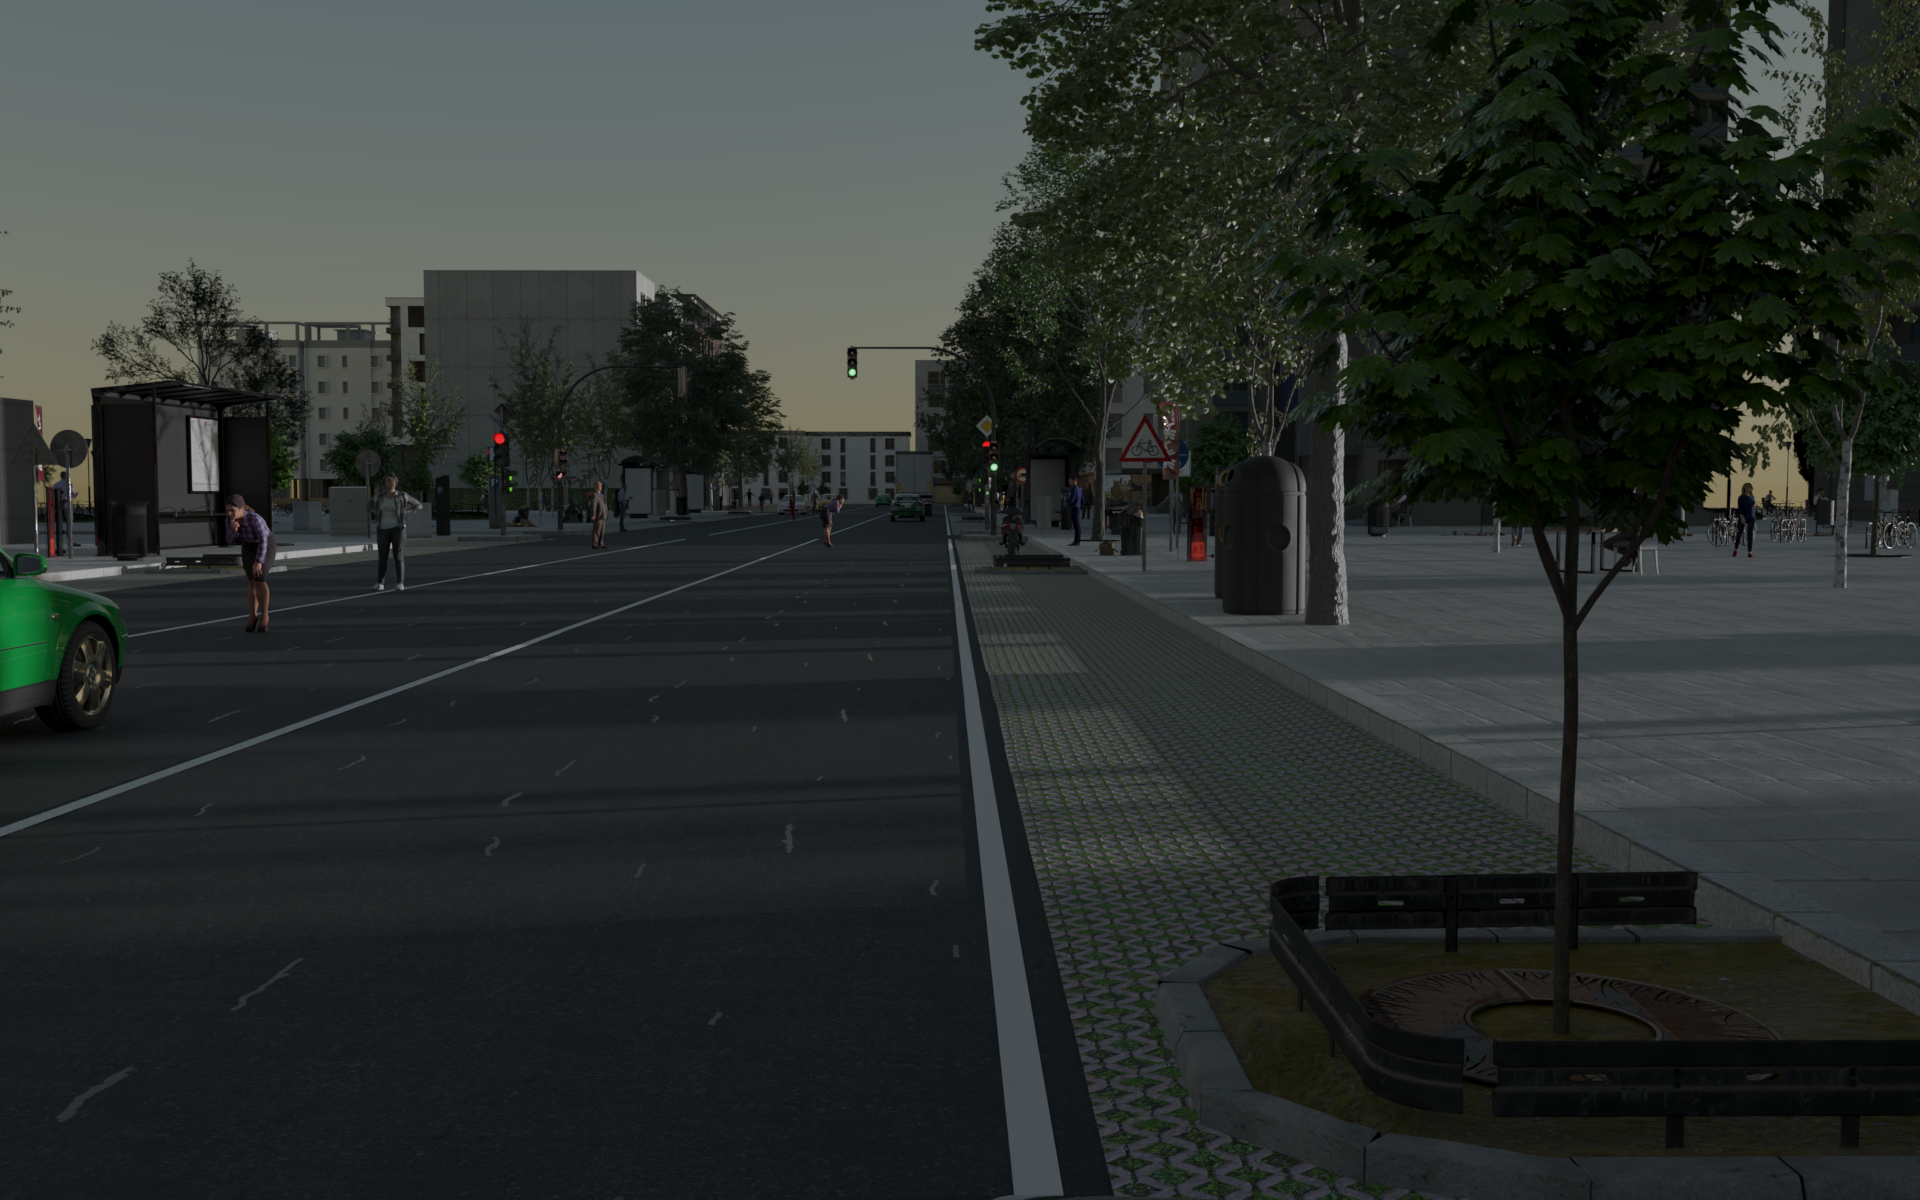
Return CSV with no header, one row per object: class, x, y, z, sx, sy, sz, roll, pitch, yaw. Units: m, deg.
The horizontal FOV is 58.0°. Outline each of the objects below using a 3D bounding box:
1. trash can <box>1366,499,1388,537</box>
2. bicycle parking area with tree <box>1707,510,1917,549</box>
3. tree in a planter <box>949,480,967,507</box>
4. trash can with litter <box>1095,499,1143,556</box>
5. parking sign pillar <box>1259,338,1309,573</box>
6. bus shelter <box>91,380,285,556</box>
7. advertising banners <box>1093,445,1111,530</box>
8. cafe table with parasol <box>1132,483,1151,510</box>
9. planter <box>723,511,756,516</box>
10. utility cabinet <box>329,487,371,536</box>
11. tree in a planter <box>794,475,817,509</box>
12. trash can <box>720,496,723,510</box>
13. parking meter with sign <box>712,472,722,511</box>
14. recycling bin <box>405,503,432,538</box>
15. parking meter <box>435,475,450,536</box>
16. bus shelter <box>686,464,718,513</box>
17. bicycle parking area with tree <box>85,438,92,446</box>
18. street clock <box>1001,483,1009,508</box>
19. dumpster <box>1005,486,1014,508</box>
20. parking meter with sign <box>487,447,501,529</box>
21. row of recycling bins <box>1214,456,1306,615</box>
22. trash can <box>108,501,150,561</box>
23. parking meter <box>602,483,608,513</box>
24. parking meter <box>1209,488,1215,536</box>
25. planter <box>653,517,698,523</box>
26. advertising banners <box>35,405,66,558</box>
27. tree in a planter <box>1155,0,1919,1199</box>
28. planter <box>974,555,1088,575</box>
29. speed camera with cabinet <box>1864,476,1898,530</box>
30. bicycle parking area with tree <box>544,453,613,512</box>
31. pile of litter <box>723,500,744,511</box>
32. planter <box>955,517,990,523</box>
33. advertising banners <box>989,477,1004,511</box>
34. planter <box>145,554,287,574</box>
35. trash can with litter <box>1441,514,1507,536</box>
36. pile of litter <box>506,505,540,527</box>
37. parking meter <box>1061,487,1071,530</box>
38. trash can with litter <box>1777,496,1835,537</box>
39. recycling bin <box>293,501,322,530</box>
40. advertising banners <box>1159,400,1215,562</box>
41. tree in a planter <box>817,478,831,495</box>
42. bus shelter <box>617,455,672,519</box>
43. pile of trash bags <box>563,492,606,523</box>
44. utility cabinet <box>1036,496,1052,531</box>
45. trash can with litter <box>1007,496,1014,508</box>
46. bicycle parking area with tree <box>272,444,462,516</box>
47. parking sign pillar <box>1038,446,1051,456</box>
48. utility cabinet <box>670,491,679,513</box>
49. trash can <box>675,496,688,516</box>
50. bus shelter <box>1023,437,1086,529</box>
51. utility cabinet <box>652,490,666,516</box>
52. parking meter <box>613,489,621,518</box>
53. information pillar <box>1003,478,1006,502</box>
trash can,12.618,-2.484,52.262,0.748,1.137,0.748,0,3,0
bicycle parking area with tree,22.116,-3.460,43.567,9.016,4.147,8.231,-2,4,-32
tree in a planter,-0.271,-11.867,191.254,1.991,3.239,1.994,0,4,-1
trash can with litter,3.344,-1.515,36.162,1.055,1.170,0.624,1,4,15
parking sign pillar,5.227,-2.451,28.547,1.447,3.967,1.447,0,4,1
bus shelter,-17.110,-2.904,38.768,1.731,3.624,6.357,0,4,0
advertising banners,5.178,-4.034,62.150,0.090,3.025,2.074,2,4,29
cafe table with parasol,8.570,-5.169,89.376,2.610,1.966,2.610,0,4,-2
planter,-14.363,-5.624,113.086,1.991,0.319,1.994,0,4,-1
utility cabinet,-18.545,-2.689,52.648,1.173,1.500,0.318,0,4,2
tree in a planter,-14.867,-10.192,163.854,1.991,3.239,1.994,0,4,-1
trash can,-18.933,-7.591,135.764,0.748,1.137,0.748,0,3,0
parking meter with sign,-18.550,-8.271,131.498,0.543,3.016,1.738,0,4,5
recycling bin,-15.952,-2.352,51.015,0.722,1.027,0.722,-1,4,-19
parking meter,-15.922,-2.910,53.294,0.399,1.863,0.255,1,4,21
bus shelter,-18.094,-7.698,119.780,2.014,3.302,5.546,0,4,0
bicycle parking area with tree,-46.418,-6.134,87.300,8.231,4.147,9.016,-3,5,-42
street clock,2.952,-6.681,113.811,0.471,2.002,0.358,0,4,-8
dumpster,4.041,-7.724,132.044,1.264,1.857,1.865,0,4,-1
parking meter with sign,-17.291,-4.166,64.376,0.543,3.016,1.738,-1,4,-17
row of recycling bins,3.473,-0.787,19.975,1.069,1.692,3.534,0,4,7
trash can,-15.999,-1.327,33.355,0.748,1.137,0.748,0,3,0
parking meter,-18.865,-5.282,92.078,0.255,1.863,0.399,0,4,-4
parking meter,7.787,-2.714,52.781,0.372,1.533,0.369,0,3,0
planter,-14.117,-3.976,86.143,1.991,0.319,1.994,0,4,-1
advertising banners,-18.416,-2.376,35.037,0.090,3.025,2.074,-1,4,-16
tree in a planter,1.531,-0.433,4.300,1.991,3.239,1.994,0,4,-1
planter,1.259,-0.638,31.573,1.991,0.319,1.994,0,4,-1
speed camera with cabinet,32.955,-4.134,61.930,0.660,3.252,2.038,3,5,44
bicycle parking area with tree,-26.204,-8.442,125.031,9.016,4.147,8.231,1,4,10
pile of litter,-17.441,-7.336,133.904,1.719,0.858,1.176,1,4,12
planter,0.731,-3.985,86.295,1.991,0.319,1.994,0,4,-1
advertising banners,2.693,-8.222,130.610,0.090,3.025,2.074,3,4,36
planter,-13.593,-0.661,31.947,1.991,0.319,1.994,0,4,-1
trash can with litter,15.998,-2.608,53.693,2.233,1.210,1.678,0,4,2
pile of litter,-17.232,-3.292,67.784,1.719,0.858,1.176,3,5,44
parking meter,3.772,-3.254,61.614,0.372,1.533,0.369,0,3,0
trash can with litter,25.954,-2.555,52.838,2.233,1.210,1.678,0,4,2
recycling bin,-23.184,-2.996,61.535,0.722,1.027,0.722,1,4,19
advertising banners,4.532,-2.243,32.857,2.074,3.025,0.090,-2,4,-35
tree in a planter,-15.119,-11.848,190.942,1.991,3.239,1.994,0,4,-1
bus shelter,-16.948,-6.077,93.289,2.014,3.302,5.546,0,4,-1
pile of trash bags,-16.925,-4.199,78.402,1.912,1.369,3.447,0,4,-2
utility cabinet,2.954,-3.053,61.078,0.306,1.237,1.020,1,4,17
trash can with litter,3.553,-6.940,124.856,0.624,1.170,1.055,-1,4,-16
bicycle parking area with tree,-34.386,-6.955,100.717,8.231,4.147,9.016,3,5,42
parking sign pillar,4.328,-6.435,93.680,1.447,3.967,1.447,-3,5,-39
utility cabinet,-18.802,-6.447,114.089,0.318,1.500,1.173,-2,4,-24
trash can,-16.582,-5.595,103.129,0.748,1.137,0.748,0,3,0
bus shelter,3.471,-4.323,64.601,2.014,3.302,5.546,0,4,-1
utility cabinet,-17.509,-5.636,100.823,0.318,1.500,1.173,1,4,17
parking meter,-18.479,-5.191,93.282,0.372,1.533,0.369,0,3,0
information pillar,3.462,-8.862,136.254,0.504,3.616,0.183,-3,5,-40
